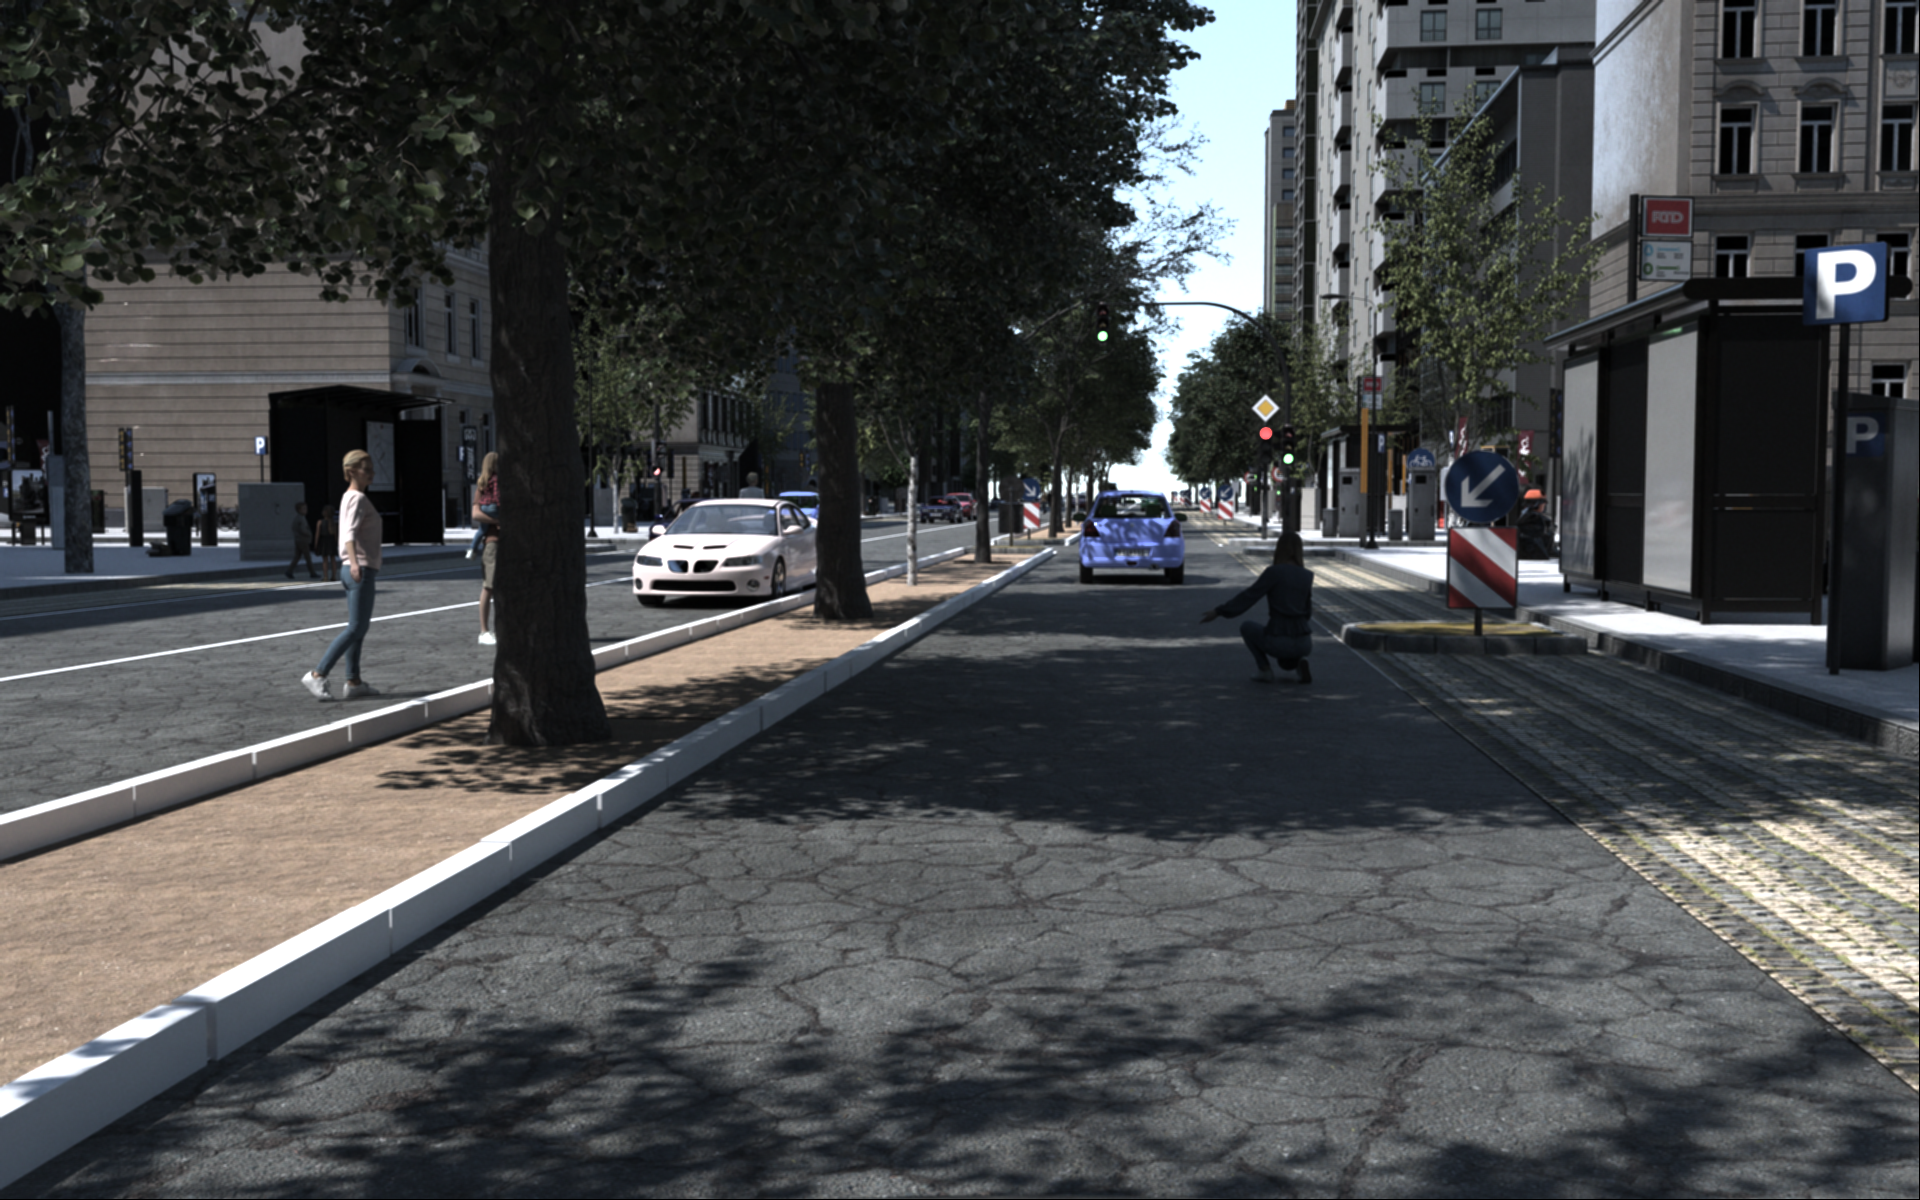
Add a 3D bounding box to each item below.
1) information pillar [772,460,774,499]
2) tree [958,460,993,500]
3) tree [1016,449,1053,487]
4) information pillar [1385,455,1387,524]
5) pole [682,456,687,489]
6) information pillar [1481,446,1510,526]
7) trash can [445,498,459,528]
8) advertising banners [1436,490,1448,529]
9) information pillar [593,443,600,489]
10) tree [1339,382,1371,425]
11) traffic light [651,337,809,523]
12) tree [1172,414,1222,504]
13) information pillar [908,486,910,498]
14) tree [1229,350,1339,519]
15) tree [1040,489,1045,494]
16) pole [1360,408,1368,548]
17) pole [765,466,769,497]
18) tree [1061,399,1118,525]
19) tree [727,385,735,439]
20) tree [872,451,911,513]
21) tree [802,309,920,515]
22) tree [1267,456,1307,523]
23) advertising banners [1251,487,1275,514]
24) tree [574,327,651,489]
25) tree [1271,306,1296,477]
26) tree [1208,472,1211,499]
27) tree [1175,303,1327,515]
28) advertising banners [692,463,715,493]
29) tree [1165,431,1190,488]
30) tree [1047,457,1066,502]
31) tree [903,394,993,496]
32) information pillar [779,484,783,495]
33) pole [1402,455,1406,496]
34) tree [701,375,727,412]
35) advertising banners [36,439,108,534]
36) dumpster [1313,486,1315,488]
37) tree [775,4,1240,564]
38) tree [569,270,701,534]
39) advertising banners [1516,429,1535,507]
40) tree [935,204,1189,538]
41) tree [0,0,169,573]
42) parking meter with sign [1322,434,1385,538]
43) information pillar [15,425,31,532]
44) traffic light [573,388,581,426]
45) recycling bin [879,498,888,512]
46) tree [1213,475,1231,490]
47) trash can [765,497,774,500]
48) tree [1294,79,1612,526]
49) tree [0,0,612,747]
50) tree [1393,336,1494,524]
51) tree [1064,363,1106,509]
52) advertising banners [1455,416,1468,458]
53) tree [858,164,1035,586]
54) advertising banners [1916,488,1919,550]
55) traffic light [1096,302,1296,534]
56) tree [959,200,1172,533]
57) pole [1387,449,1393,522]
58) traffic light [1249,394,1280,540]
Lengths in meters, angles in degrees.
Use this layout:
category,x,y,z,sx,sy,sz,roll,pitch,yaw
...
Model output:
category,x,y,z,sx,sy,sz,roll,pitch,yaw
information pillar,-12.659,-7.700,117.250,0.183,3.616,0.504,0,4,-5
tree,1.480,-11.195,166.747,4.285,4.588,4.351,0,3,0
tree,9.630,-19.955,243.278,9.611,12.733,9.660,0,3,0
information pillar,18.364,-5.137,75.346,0.504,3.616,0.183,-3,4,-36
pole,-14.935,-6.121,93.916,0.158,3.312,0.155,0,3,0
information pillar,8.227,-1.357,26.674,0.304,2.012,0.304,-1,4,-23
trash can,-19.182,-3.263,65.011,0.748,1.137,0.748,0,3,0
advertising banners,17.767,-4.133,63.756,0.090,3.025,2.074,-2,4,-34
information pillar,-15.123,-4.943,72.177,0.183,3.616,0.504,1,4,14
tree,25.248,-9.884,111.965,4.360,8.622,3.978,0,3,0
traffic light,-6.747,-4.639,50.508,4.771,5.953,1.251,0,4,6
tree,29.561,-18.295,217.245,7.486,12.596,7.792,0,3,0
information pillar,-3.477,-7.955,121.424,0.183,3.616,0.504,2,4,30
tree,15.995,-8.402,87.742,4.360,8.622,3.978,0,3,0
tree,11.958,-16.139,258.470,1.663,3.219,1.824,0,3,0
pole,9.597,-2.893,41.137,0.158,3.312,0.155,0,3,0
pole,-12.232,-7.084,109.668,0.158,3.312,0.155,0,3,0
tree,5.367,-7.711,78.891,4.360,8.622,3.978,0,3,0
tree,-11.403,-9.099,99.129,4.737,8.622,4.395,0,3,0
tree,-4.408,-8.190,117.620,4.285,4.588,4.351,0,3,0
tree,-5.973,-11.503,106.201,7.486,12.596,7.792,0,3,0
tree,14.428,-4.990,76.188,1.663,3.219,1.824,0,3,0
advertising banners,19.615,-7.026,111.055,2.074,3.025,0.090,0,4,-4
tree,-15.653,-7.737,76.865,4.360,8.622,3.978,0,3,0
tree,13.466,-6.990,64.652,4.737,8.622,4.395,0,3,0
tree,25.923,-15.088,181.096,7.601,10.594,8.767,2,4,27
tree,17.829,-11.458,104.345,9.611,12.733,9.660,0,3,0
advertising banners,-15.066,-6.335,99.768,2.074,3.025,0.090,-2,4,-28
tree,33.175,-19.794,249.380,9.928,11.665,9.643,0,3,0
tree,13.859,-21.389,275.471,9.928,11.665,9.643,0,3,0
tree,-1.311,-13.034,138.867,9.928,11.665,9.643,0,3,0
information pillar,-12.814,-7.365,124.909,0.304,2.012,0.304,-3,5,-40
pole,23.090,-5.886,90.086,0.158,3.312,0.155,0,3,0
tree,-10.751,-6.784,61.285,4.737,8.622,4.395,0,3,0
advertising banners,-28.543,-3.639,55.689,0.090,3.025,2.074,3,5,45
dumpster,17.808,-4.959,83.575,1.502,2.255,1.985,0,4,6
tree,0.453,-7.495,35.373,12.009,13.543,11.850,0,3,0
tree,-11.410,-6.461,55.995,4.737,8.622,4.395,0,3,0
advertising banners,14.879,-3.151,47.707,0.090,3.025,2.074,-3,4,-39
tree,2.952,-7.272,55.763,8.767,10.594,7.601,0,4,6
tree,-13.544,-10.579,28.859,12.611,20.169,13.585,0,3,0
parking meter with sign,11.478,-3.328,50.671,1.738,3.016,0.543,2,4,35
information pillar,-31.467,-4.086,58.153,0.504,3.616,0.183,-2,4,-28
traffic light,-9.722,-3.293,42.768,0.839,4.253,0.868,0,4,6
recycling bin,-5.544,-6.713,122.316,0.722,1.027,0.722,3,5,43
tree,21.512,-8.896,140.043,1.663,3.219,1.824,0,3,0
trash can,-10.148,-4.878,91.410,0.748,1.137,0.748,0,3,0
tree,9.079,-4.941,31.148,4.737,8.622,4.395,0,3,0
tree,-2.384,-6.142,9.532,9.857,13.997,8.962,0,3,0
tree,20.930,-7.636,75.217,4.360,8.622,3.978,0,3,0
tree,5.220,-8.055,84.520,4.737,8.622,4.395,0,3,0
advertising banners,11.458,-2.574,38.274,0.090,3.025,2.074,-1,4,-11
tree,-0.756,-4.533,26.942,4.737,8.622,4.395,0,3,0
advertising banners,19.819,-2.506,37.154,2.074,3.025,0.090,0,4,5
traffic light,5.595,-4.053,40.938,4.771,5.953,1.251,0,4,6
tree,3.673,-8.729,63.299,7.486,12.596,7.792,0,3,0
pole,19.474,-5.173,78.423,0.158,3.312,0.155,0,3,0
traffic light,8.570,-3.661,48.784,0.839,4.253,0.868,0,4,6
